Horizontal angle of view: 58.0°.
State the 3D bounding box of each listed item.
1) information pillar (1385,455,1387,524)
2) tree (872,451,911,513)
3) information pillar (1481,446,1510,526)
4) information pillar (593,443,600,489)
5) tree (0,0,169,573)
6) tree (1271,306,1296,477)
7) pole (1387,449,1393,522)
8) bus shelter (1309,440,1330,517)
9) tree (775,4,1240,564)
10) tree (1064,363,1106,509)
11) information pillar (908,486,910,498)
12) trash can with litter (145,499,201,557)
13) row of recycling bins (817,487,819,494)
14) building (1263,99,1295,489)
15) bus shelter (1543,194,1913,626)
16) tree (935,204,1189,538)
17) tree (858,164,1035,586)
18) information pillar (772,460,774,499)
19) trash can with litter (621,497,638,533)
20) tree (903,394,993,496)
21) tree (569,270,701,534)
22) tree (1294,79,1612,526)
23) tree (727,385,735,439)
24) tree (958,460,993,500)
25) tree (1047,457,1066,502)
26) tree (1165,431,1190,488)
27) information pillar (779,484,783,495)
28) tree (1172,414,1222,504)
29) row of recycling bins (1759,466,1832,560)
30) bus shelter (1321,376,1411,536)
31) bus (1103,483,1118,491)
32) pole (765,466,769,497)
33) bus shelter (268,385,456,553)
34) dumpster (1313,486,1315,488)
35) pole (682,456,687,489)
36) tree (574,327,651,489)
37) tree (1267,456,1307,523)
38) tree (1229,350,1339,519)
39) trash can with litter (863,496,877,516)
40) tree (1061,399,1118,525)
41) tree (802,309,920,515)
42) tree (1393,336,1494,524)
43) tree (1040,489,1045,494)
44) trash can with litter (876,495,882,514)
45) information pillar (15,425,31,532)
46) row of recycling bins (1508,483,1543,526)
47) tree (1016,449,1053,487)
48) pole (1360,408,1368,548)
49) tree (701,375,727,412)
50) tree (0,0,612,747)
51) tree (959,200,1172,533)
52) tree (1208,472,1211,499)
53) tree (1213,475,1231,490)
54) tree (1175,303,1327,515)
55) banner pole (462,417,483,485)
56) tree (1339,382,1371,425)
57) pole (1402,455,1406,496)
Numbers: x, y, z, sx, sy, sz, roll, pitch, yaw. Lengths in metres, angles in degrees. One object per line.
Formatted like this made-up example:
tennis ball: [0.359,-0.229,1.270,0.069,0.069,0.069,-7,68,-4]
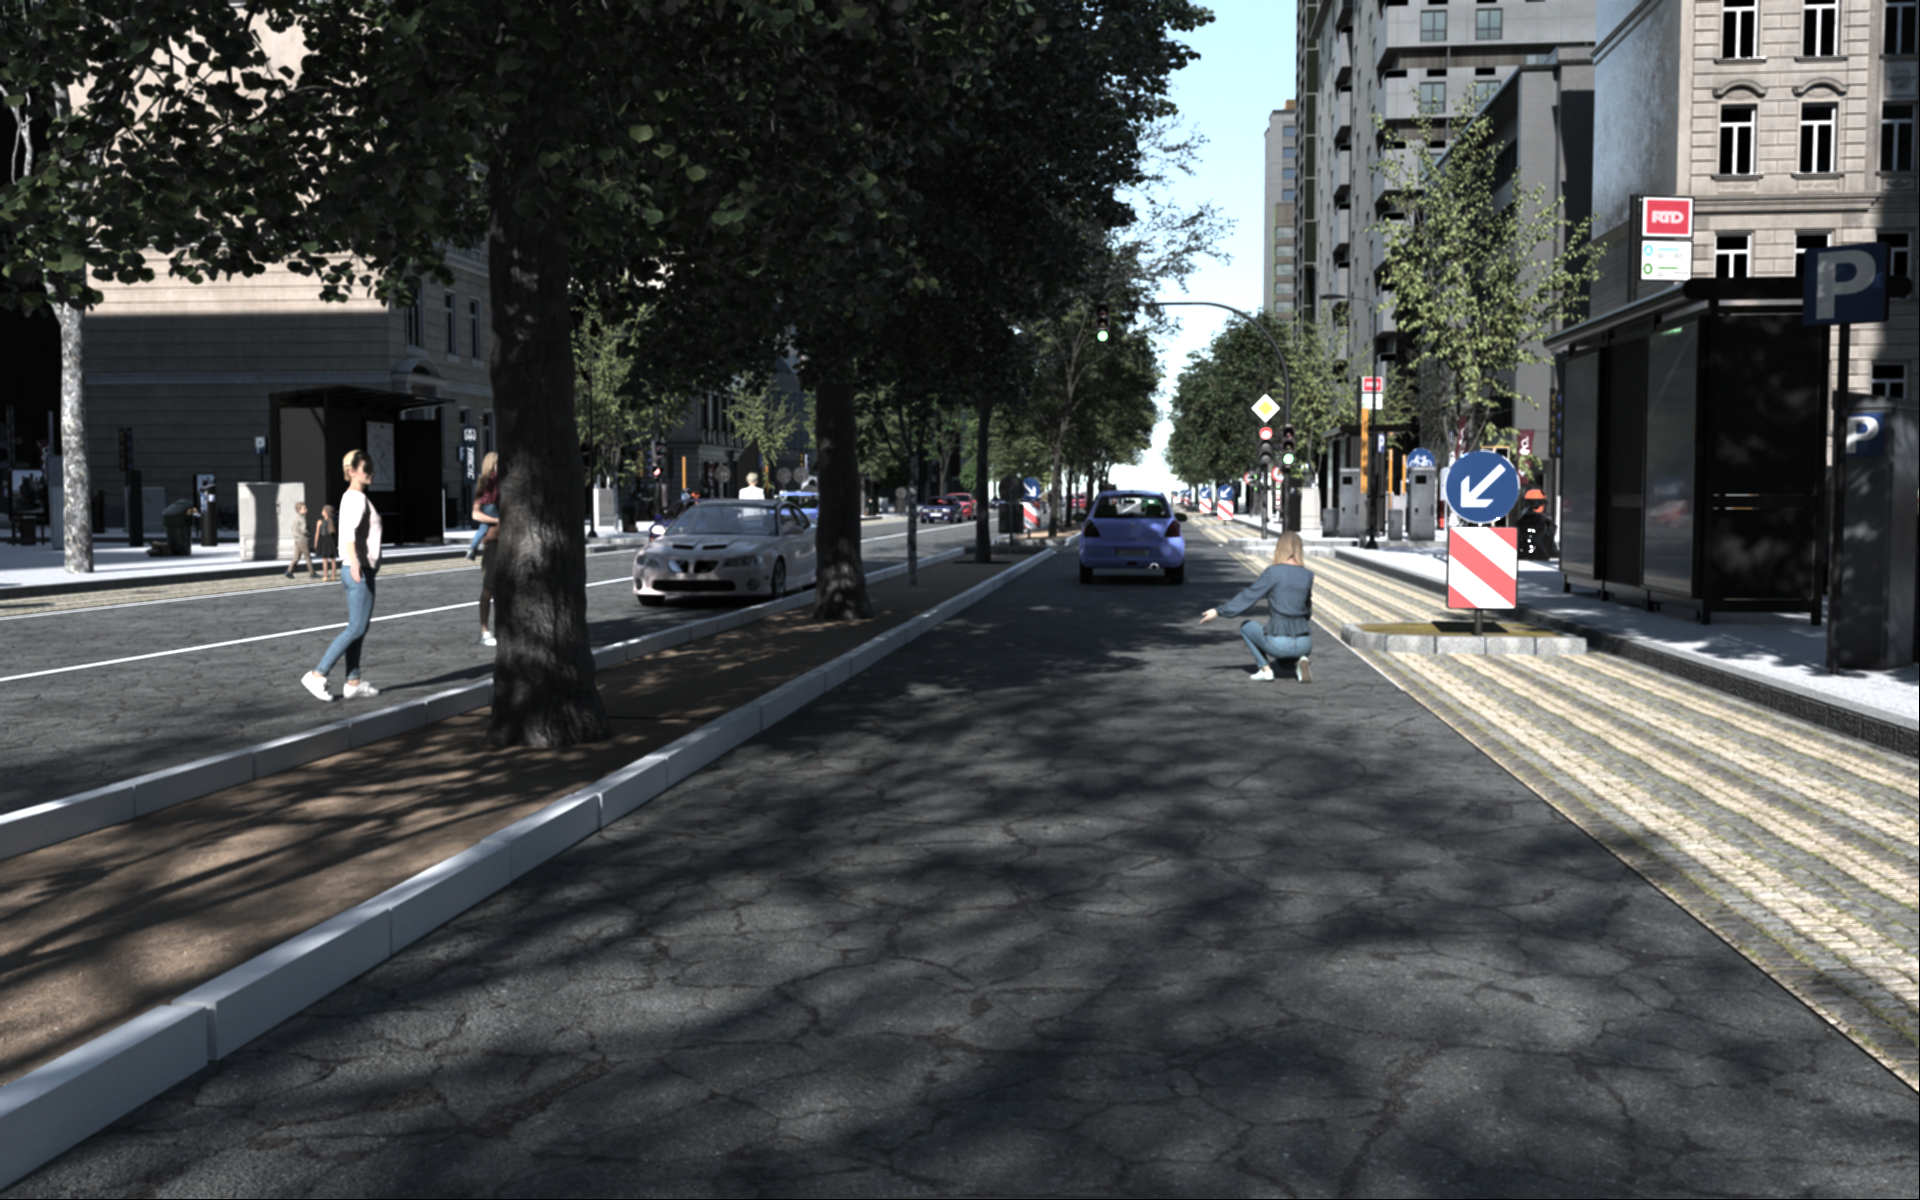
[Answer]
information pillar: [18.364,-5.137,75.346,0.504,3.616,0.183,-3,4,-36]
tree: [-4.408,-8.190,117.620,4.285,4.588,4.351,0,3,0]
information pillar: [8.227,-1.357,26.674,0.304,2.012,0.304,-1,4,-23]
information pillar: [-15.123,-4.943,72.177,0.183,3.616,0.504,1,4,14]
tree: [-13.544,-10.579,28.859,12.611,20.169,13.585,0,3,0]
tree: [13.466,-6.990,64.652,4.737,8.622,4.395,0,3,0]
pole: [19.474,-5.173,78.423,0.158,3.312,0.155,0,3,0]
bus shelter: [16.571,-5.243,77.006,1.731,3.624,6.357,0,4,6]
tree: [0.453,-7.495,35.373,12.009,13.543,11.850,0,3,0]
tree: [5.220,-8.055,84.520,4.737,8.622,4.395,0,3,0]
information pillar: [-3.477,-7.955,121.424,0.183,3.616,0.504,2,4,30]
trash can with litter: [-16.261,-1.491,35.761,0.624,1.170,1.055,1,4,16]
row of recycling bins: [-7.599,-5.580,98.352,1.069,1.692,3.534,-2,4,-28]
building: [56.866,-44.183,264.393,21.231,58.520,28.212,0,4,6]
bus shelter: [8.533,-2.652,20.996,2.179,5.291,8.768,0,4,6]
tree: [2.952,-7.272,55.763,8.767,10.594,7.601,0,4,6]
tree: [-0.756,-4.533,26.942,4.737,8.622,4.395,0,3,0]
information pillar: [-12.659,-7.700,117.250,0.183,3.616,0.504,0,4,-5]
trash can with litter: [-10.905,-2.825,57.578,0.624,1.170,1.055,-2,4,-24]
tree: [-1.311,-13.034,138.867,9.928,11.665,9.643,0,3,0]
tree: [-11.410,-6.461,55.995,4.737,8.622,4.395,0,3,0]
tree: [9.079,-4.941,31.148,4.737,8.622,4.395,0,3,0]
tree: [-11.403,-9.099,99.129,4.737,8.622,4.395,0,3,0]
tree: [1.480,-11.195,166.747,4.285,4.588,4.351,0,3,0]
tree: [13.859,-21.389,275.471,9.928,11.665,9.643,0,3,0]
tree: [33.175,-19.794,249.380,9.928,11.665,9.643,0,3,0]
information pillar: [-12.814,-7.365,124.909,0.304,2.012,0.304,-3,5,-40]
tree: [29.561,-18.295,217.245,7.486,12.596,7.792,0,3,0]
row of recycling bins: [12.697,-1.131,25.613,1.069,1.692,3.534,0,4,8]
bus shelter: [13.031,-4.829,56.589,2.179,5.291,8.768,0,4,6]
bus: [23.292,-16.869,270.672,2.948,3.499,13.247,0,4,7]
pole: [-12.232,-7.084,109.668,0.158,3.312,0.155,0,3,0]
bus shelter: [-13.803,-3.007,40.447,1.731,3.624,6.357,0,4,7]
dumpster: [17.808,-4.959,83.575,1.502,2.255,1.985,0,4,6]
pole: [-14.935,-6.121,93.916,0.158,3.312,0.155,0,3,0]
tree: [-15.653,-7.737,76.865,4.360,8.622,3.978,0,3,0]
tree: [14.428,-4.990,76.188,1.663,3.219,1.824,0,3,0]
tree: [15.995,-8.402,87.742,4.360,8.622,3.978,0,3,0]
trash can with litter: [-5.279,-5.472,100.851,0.624,1.170,1.055,-3,4,-39]
tree: [5.367,-7.711,78.891,4.360,8.622,3.978,0,3,0]
tree: [-5.973,-11.503,106.201,7.486,12.596,7.792,0,3,0]
tree: [20.930,-7.636,75.217,4.360,8.622,3.978,0,3,0]
tree: [11.958,-16.139,258.470,1.663,3.219,1.824,0,3,0]
trash can with litter: [-5.855,-6.091,110.649,2.233,1.210,1.678,-1,4,-17]
information pillar: [-31.467,-4.086,58.153,0.504,3.616,0.183,-2,4,-28]
row of recycling bins: [20.116,-3.427,63.148,3.534,1.692,1.069,-3,5,-40]
tree: [9.630,-19.955,243.278,9.611,12.733,9.660,0,3,0]
pole: [9.597,-2.893,41.137,0.158,3.312,0.155,0,3,0]
tree: [-10.751,-6.784,61.285,4.737,8.622,4.395,0,3,0]
tree: [-2.384,-6.142,9.532,9.857,13.997,8.962,0,3,0]
tree: [3.673,-8.729,63.299,7.486,12.596,7.792,0,3,0]
tree: [25.923,-15.088,181.096,7.601,10.594,8.767,2,4,27]
tree: [21.512,-8.896,140.043,1.663,3.219,1.824,0,3,0]
tree: [17.829,-11.458,104.345,9.611,12.733,9.660,0,3,0]
banner pole: [-15.622,-4.026,55.839,0.863,3.779,0.401,-3,5,-41]
tree: [25.248,-9.884,111.965,4.360,8.622,3.978,0,3,0]
pole: [23.090,-5.886,90.086,0.158,3.312,0.155,0,3,0]
